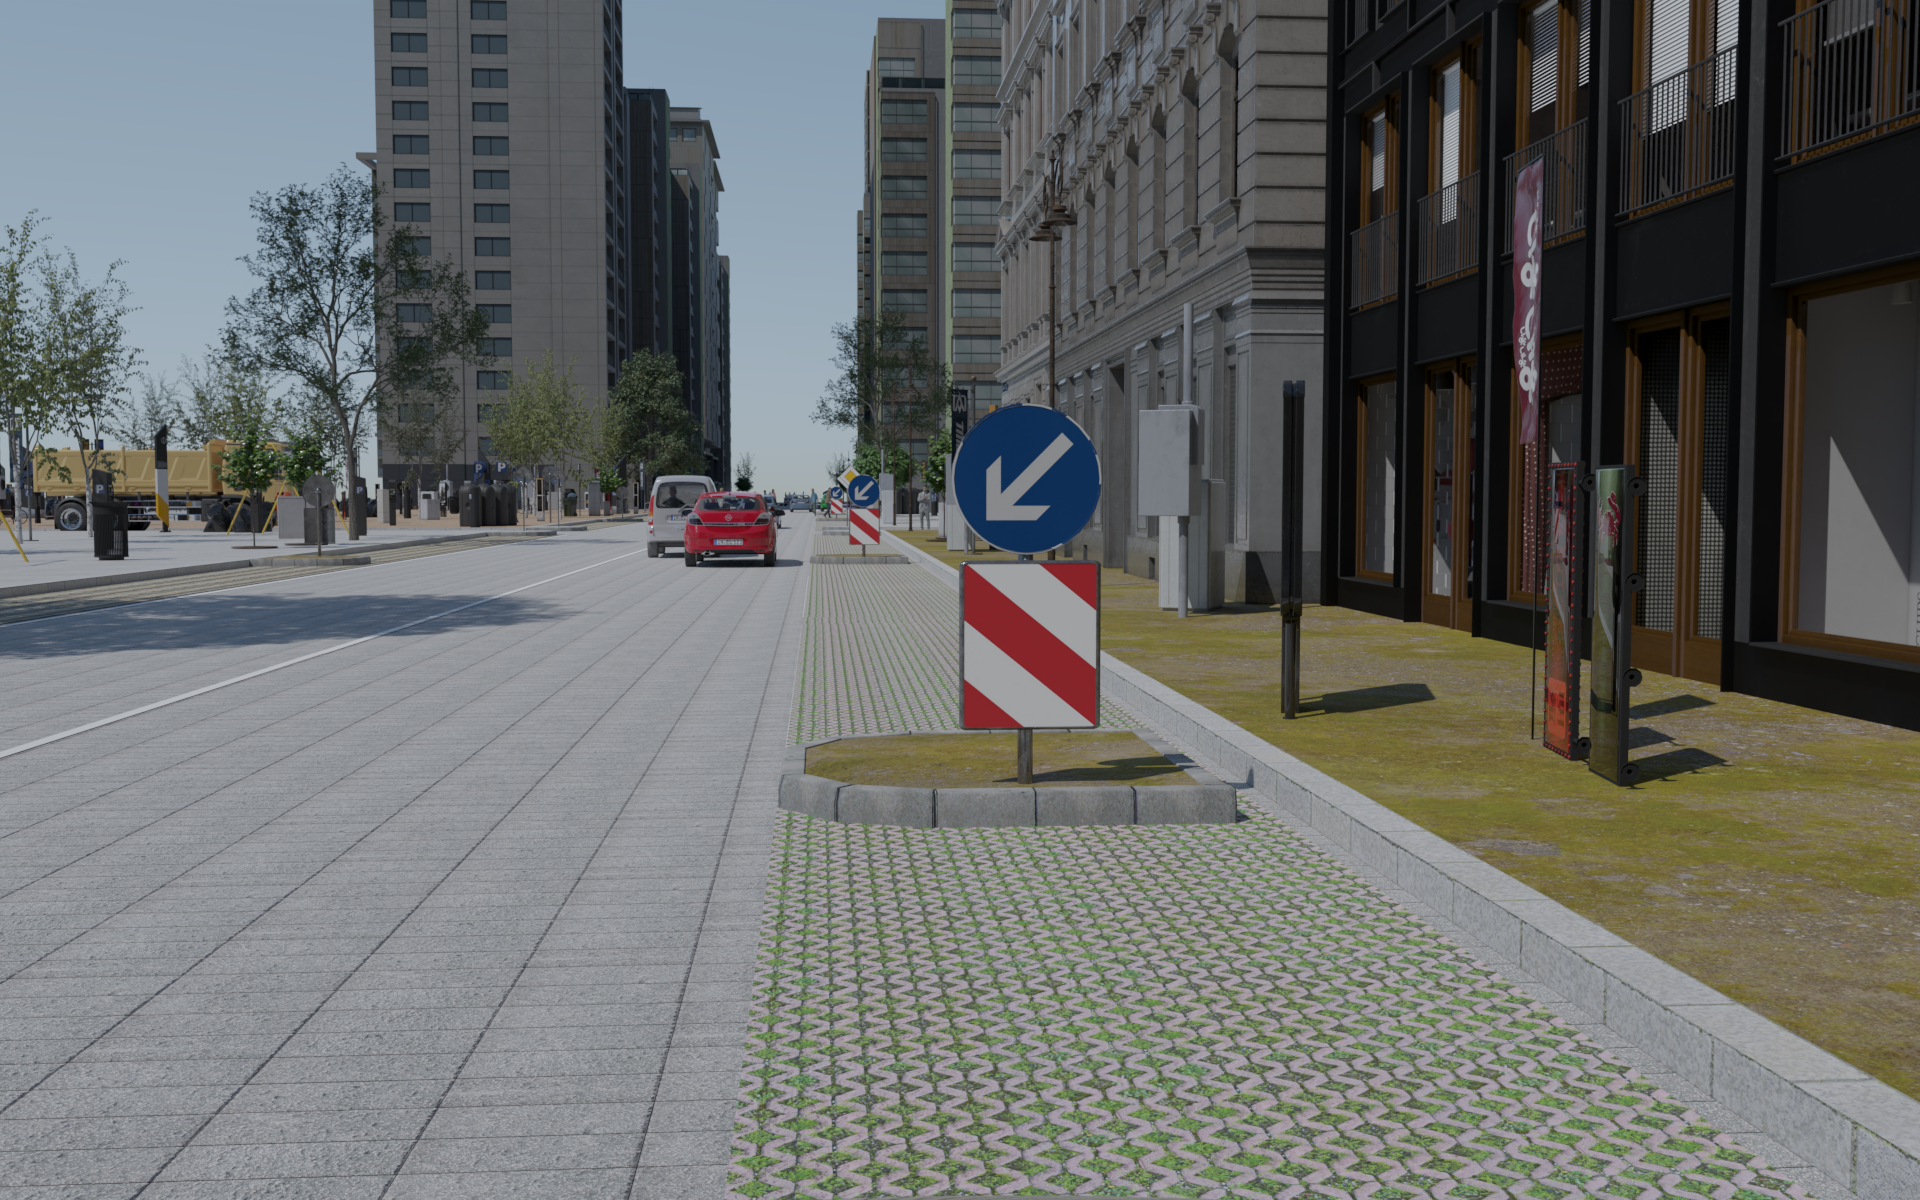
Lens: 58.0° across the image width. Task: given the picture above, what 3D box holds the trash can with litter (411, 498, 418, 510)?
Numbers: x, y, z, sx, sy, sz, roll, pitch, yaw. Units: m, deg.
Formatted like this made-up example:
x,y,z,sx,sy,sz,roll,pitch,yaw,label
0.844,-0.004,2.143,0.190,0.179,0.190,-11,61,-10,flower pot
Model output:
x,y,z,sx,sy,sz,roll,pitch,yaw,label
-44.504,-7.912,140.743,1.055,1.170,0.624,-1,4,-10,trash can with litter

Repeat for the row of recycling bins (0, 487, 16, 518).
x,y,z,sx,sy,sz,roll,pitch,yaw,label
-52.315,-5.391,95.256,1.069,1.692,3.534,1,4,13,row of recycling bins

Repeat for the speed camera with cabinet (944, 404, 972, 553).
x,y,z,sx,sy,sz,roll,pitch,yaw,label
-0.015,-2.711,38.668,0.660,3.252,2.038,0,4,2,speed camera with cabinet

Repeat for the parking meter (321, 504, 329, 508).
x,y,z,sx,sy,sz,roll,pitch,yaw,label
-32.355,-4.880,88.197,0.372,1.533,0.369,0,3,0,parking meter

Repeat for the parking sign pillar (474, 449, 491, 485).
x,y,z,sx,sy,sz,roll,pitch,yaw,label
-28.300,-6.983,102.641,1.447,3.967,1.447,-3,5,-42,parking sign pillar

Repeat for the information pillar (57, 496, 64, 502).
x,y,z,sx,sy,sz,roll,pitch,yaw,label
-55.099,-6.214,106.082,0.304,2.012,0.304,-1,4,-13,information pillar

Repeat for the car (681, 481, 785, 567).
x,y,z,sx,sy,sz,roll,pitch,yaw,label
-4.677,-1.626,35.626,2.155,1.783,4.494,0,4,-5,car

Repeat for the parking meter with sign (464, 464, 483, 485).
x,y,z,sx,sy,sz,roll,pitch,yaw,label
-28.197,-6.335,99.842,1.738,3.016,0.543,3,5,43,parking meter with sign

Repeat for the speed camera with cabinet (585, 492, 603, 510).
x,y,z,sx,sy,sz,roll,pitch,yaw,label
-29.915,-8.992,141.354,0.660,3.252,2.038,-3,5,-40,speed camera with cabinet

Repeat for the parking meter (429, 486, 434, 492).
x,y,z,sx,sy,sz,roll,pitch,yaw,label
-35.977,-6.862,117.910,0.255,1.863,0.399,-1,4,-11,parking meter

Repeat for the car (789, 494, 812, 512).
x,y,z,sx,sy,sz,roll,pitch,yaw,label
-12.584,-7.658,137.218,2.014,1.417,4.499,0,4,-5,car

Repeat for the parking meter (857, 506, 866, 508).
x,y,z,sx,sy,sz,roll,pitch,yaw,label
-7.054,-7.363,126.102,0.255,1.863,0.399,-3,5,-43,parking meter

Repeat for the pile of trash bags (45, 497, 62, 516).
x,y,z,sx,sy,sz,roll,pitch,yaw,label
-53.946,-5.555,100.581,3.447,1.369,1.912,-2,4,-29,pile of trash bags

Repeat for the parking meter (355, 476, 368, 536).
x,y,z,sx,sy,sz,roll,pitch,yaw,label
-18.401,-2.904,53.186,0.399,1.863,0.255,-1,4,-14,parking meter

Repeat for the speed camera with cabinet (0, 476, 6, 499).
x,y,z,sx,sy,sz,roll,pitch,yaw,label
-45.292,-5.298,80.962,0.660,3.252,2.038,-1,4,-9,speed camera with cabinet

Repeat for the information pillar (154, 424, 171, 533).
x,y,z,sx,sy,sz,roll,pitch,yaw,label
-26.579,-4.057,57.688,0.183,3.616,0.504,1,4,18,information pillar

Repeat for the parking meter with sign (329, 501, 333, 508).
x,y,z,sx,sy,sz,roll,pitch,yaw,label
-40.069,-6.941,109.749,0.543,3.016,1.738,0,4,-6,parking meter with sign

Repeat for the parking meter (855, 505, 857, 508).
x,y,z,sx,sy,sz,roll,pitch,yaw,label
-7.510,-7.422,127.052,0.255,1.863,0.399,-2,4,-24,parking meter

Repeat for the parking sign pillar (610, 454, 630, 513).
x,y,z,sx,sy,sz,roll,pitch,yaw,label
-23.047,-7.868,117.108,1.447,3.967,1.447,1,4,20,parking sign pillar

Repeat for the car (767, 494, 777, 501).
x,y,z,sx,sy,sz,roll,pitch,yaw,label
-26.736,-14.157,243.463,2.014,1.417,4.499,0,4,-3,car

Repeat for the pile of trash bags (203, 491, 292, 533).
x,y,z,sx,sy,sz,roll,pitch,yaw,label
-23.725,-2.963,58.194,3.447,1.369,1.912,2,4,25,pile of trash bags

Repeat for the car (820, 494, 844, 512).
x,y,z,sx,sy,sz,roll,pitch,yaw,label
-10.410,-8.059,140.554,1.959,1.807,4.718,0,4,-4,car

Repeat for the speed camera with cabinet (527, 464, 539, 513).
x,y,z,sx,sy,sz,roll,pitch,yaw,label
-28.162,-7.343,114.388,0.660,3.252,2.038,0,4,-7,speed camera with cabinet

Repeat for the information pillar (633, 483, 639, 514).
x,y,z,sx,sy,sz,roll,pitch,yaw,label
-20.910,-6.562,111.772,0.304,2.012,0.304,0,4,-7,information pillar

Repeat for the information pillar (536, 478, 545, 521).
x,y,z,sx,sy,sz,roll,pitch,yaw,label
-19.774,-4.721,81.680,0.304,2.012,0.304,0,4,5,information pillar

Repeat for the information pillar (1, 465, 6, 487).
x,y,z,sx,sy,sz,roll,pitch,yaw,label
-72.860,-8.590,131.807,0.504,3.616,0.183,1,4,16,information pillar

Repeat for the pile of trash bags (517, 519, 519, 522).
x,y,z,sx,sy,sz,roll,pitch,yaw,label
-21.281,-4.151,77.616,1.912,1.369,3.447,1,4,12,pile of trash bags

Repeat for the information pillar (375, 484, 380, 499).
x,y,z,sx,sy,sz,roll,pitch,yaw,label
-40.831,-7.153,121.436,0.304,2.012,0.304,-1,4,-11,information pillar

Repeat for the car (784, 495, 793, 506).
x,y,z,sx,sy,sz,roll,pitch,yaw,label
-20.163,-11.951,207.763,2.083,1.381,4.827,0,4,-3,car

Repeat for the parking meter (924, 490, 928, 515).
x,y,z,sx,sy,sz,roll,pitch,yaw,label
-2.035,-5.854,104.125,0.372,1.533,0.369,0,3,0,parking meter

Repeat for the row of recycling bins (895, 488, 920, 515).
x,y,z,sx,sy,sz,roll,pitch,yaw,label
-3.482,-6.290,109.960,1.069,1.692,3.534,2,4,24,row of recycling bins

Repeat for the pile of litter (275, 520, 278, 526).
x,y,z,sx,sy,sz,roll,pitch,yaw,label
-28.729,-3.737,75.068,1.719,0.858,1.176,-2,4,-28,pile of litter

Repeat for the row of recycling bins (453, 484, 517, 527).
x,y,z,sx,sy,sz,roll,pitch,yaw,label
-18.851,-3.812,69.445,1.069,1.692,3.534,1,4,16,row of recycling bins

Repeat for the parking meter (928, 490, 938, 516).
x,y,z,sx,sy,sz,roll,pitch,yaw,label
-1.499,-5.676,101.219,0.372,1.533,0.369,0,3,0,parking meter

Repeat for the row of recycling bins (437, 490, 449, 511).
x,y,z,sx,sy,sz,roll,pitch,yaw,label
-40.106,-7.894,136.186,1.069,1.692,3.534,0,4,6,row of recycling bins

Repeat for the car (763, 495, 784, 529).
x,y,z,sx,sy,sz,roll,pitch,yaw,label
-8.400,-3.699,72.475,2.014,1.417,4.499,0,4,-4,car

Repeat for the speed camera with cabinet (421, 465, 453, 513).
x,y,z,sx,sy,sz,roll,pitch,yaw,label
-34.981,-7.425,115.739,2.038,3.252,0.660,0,4,6,speed camera with cabinet

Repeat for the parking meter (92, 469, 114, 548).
x,y,z,sx,sy,sz,roll,pitch,yaw,label
-19.793,-2.099,40.026,0.399,1.863,0.255,0,4,-1,parking meter

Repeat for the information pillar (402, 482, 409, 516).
x,y,z,sx,sy,sz,roll,pitch,yaw,label
-32.957,-6.029,103.061,0.304,2.012,0.304,-3,5,-42,information pillar

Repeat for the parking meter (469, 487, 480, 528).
x,y,z,sx,sy,sz,roll,pitch,yaw,label
-18.630,-3.552,66.494,0.372,1.533,0.369,0,3,0,parking meter

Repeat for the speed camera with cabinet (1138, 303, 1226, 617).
x,y,z,sx,sy,sz,roll,pitch,yaw,label
2.424,-1.496,18.794,0.660,3.252,2.038,1,4,19,speed camera with cabinet

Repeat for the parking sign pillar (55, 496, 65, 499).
x,y,z,sx,sy,sz,roll,pitch,yaw,label
-65.379,-8.358,125.132,1.447,3.967,1.447,1,4,10,parking sign pillar

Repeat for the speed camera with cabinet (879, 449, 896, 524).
x,y,z,sx,sy,sz,roll,pitch,yaw,label
-3.158,-4.998,76.056,0.660,3.252,2.038,0,4,-6,speed camera with cabinet

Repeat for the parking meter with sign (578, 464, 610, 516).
x,y,z,sx,sy,sz,roll,pitch,yaw,label
-21.127,-6.349,100.070,1.738,3.016,0.543,-1,4,-16,parking meter with sign

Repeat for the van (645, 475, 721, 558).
x,y,z,sx,sy,sz,roll,pitch,yaw,label
-6.381,-2.044,40.428,2.013,2.044,4.112,0,4,-6,van

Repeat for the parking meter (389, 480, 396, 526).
x,y,z,sx,sy,sz,roll,pitch,yaw,label
-23.012,-3.946,70.229,0.255,1.863,0.399,-1,4,-17,parking meter

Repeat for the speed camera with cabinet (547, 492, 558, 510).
x,y,z,sx,sy,sz,roll,pitch,yaw,label
-33.198,-8.841,138.881,2.038,3.252,0.660,-2,4,-30,speed camera with cabinet

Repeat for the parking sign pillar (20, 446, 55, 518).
x,y,z,sx,sy,sz,roll,pitch,yaw,label
-49.172,-6.305,91.560,1.447,3.967,1.447,0,4,1,parking sign pillar

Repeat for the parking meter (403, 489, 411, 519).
x,y,z,sx,sy,sz,roll,pitch,yaw,label
-28.991,-5.041,90.837,0.372,1.533,0.369,0,3,0,parking meter

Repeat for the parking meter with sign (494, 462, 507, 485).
x,y,z,sx,sy,sz,roll,pitch,yaw,label
-25.304,-6.047,95.128,0.543,3.016,1.738,-2,4,-24,parking meter with sign

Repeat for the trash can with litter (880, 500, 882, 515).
x,y,z,sx,sy,sz,roll,pitch,yaw,label
-4.778,-5.651,103.787,1.055,1.170,0.624,0,4,5,trash can with litter

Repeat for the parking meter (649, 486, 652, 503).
x,y,z,sx,sy,sz,roll,pitch,yaw,label
-22.403,-7.323,125.441,0.255,1.863,0.399,-1,4,-9,parking meter

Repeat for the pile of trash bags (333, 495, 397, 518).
x,y,z,sx,sy,sz,roll,pitch,yaw,label
-32.214,-5.199,94.758,3.447,1.369,1.912,2,4,24,pile of trash bags

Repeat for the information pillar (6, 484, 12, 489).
x,y,z,sx,sy,sz,roll,pitch,yaw,label
-68.643,-7.375,125.077,0.304,2.012,0.304,0,4,-6,information pillar

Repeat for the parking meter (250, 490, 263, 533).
x,y,z,sx,sy,sz,roll,pitch,yaw,label
-23.013,-3.115,56.645,0.255,1.863,0.399,0,4,4,parking meter
